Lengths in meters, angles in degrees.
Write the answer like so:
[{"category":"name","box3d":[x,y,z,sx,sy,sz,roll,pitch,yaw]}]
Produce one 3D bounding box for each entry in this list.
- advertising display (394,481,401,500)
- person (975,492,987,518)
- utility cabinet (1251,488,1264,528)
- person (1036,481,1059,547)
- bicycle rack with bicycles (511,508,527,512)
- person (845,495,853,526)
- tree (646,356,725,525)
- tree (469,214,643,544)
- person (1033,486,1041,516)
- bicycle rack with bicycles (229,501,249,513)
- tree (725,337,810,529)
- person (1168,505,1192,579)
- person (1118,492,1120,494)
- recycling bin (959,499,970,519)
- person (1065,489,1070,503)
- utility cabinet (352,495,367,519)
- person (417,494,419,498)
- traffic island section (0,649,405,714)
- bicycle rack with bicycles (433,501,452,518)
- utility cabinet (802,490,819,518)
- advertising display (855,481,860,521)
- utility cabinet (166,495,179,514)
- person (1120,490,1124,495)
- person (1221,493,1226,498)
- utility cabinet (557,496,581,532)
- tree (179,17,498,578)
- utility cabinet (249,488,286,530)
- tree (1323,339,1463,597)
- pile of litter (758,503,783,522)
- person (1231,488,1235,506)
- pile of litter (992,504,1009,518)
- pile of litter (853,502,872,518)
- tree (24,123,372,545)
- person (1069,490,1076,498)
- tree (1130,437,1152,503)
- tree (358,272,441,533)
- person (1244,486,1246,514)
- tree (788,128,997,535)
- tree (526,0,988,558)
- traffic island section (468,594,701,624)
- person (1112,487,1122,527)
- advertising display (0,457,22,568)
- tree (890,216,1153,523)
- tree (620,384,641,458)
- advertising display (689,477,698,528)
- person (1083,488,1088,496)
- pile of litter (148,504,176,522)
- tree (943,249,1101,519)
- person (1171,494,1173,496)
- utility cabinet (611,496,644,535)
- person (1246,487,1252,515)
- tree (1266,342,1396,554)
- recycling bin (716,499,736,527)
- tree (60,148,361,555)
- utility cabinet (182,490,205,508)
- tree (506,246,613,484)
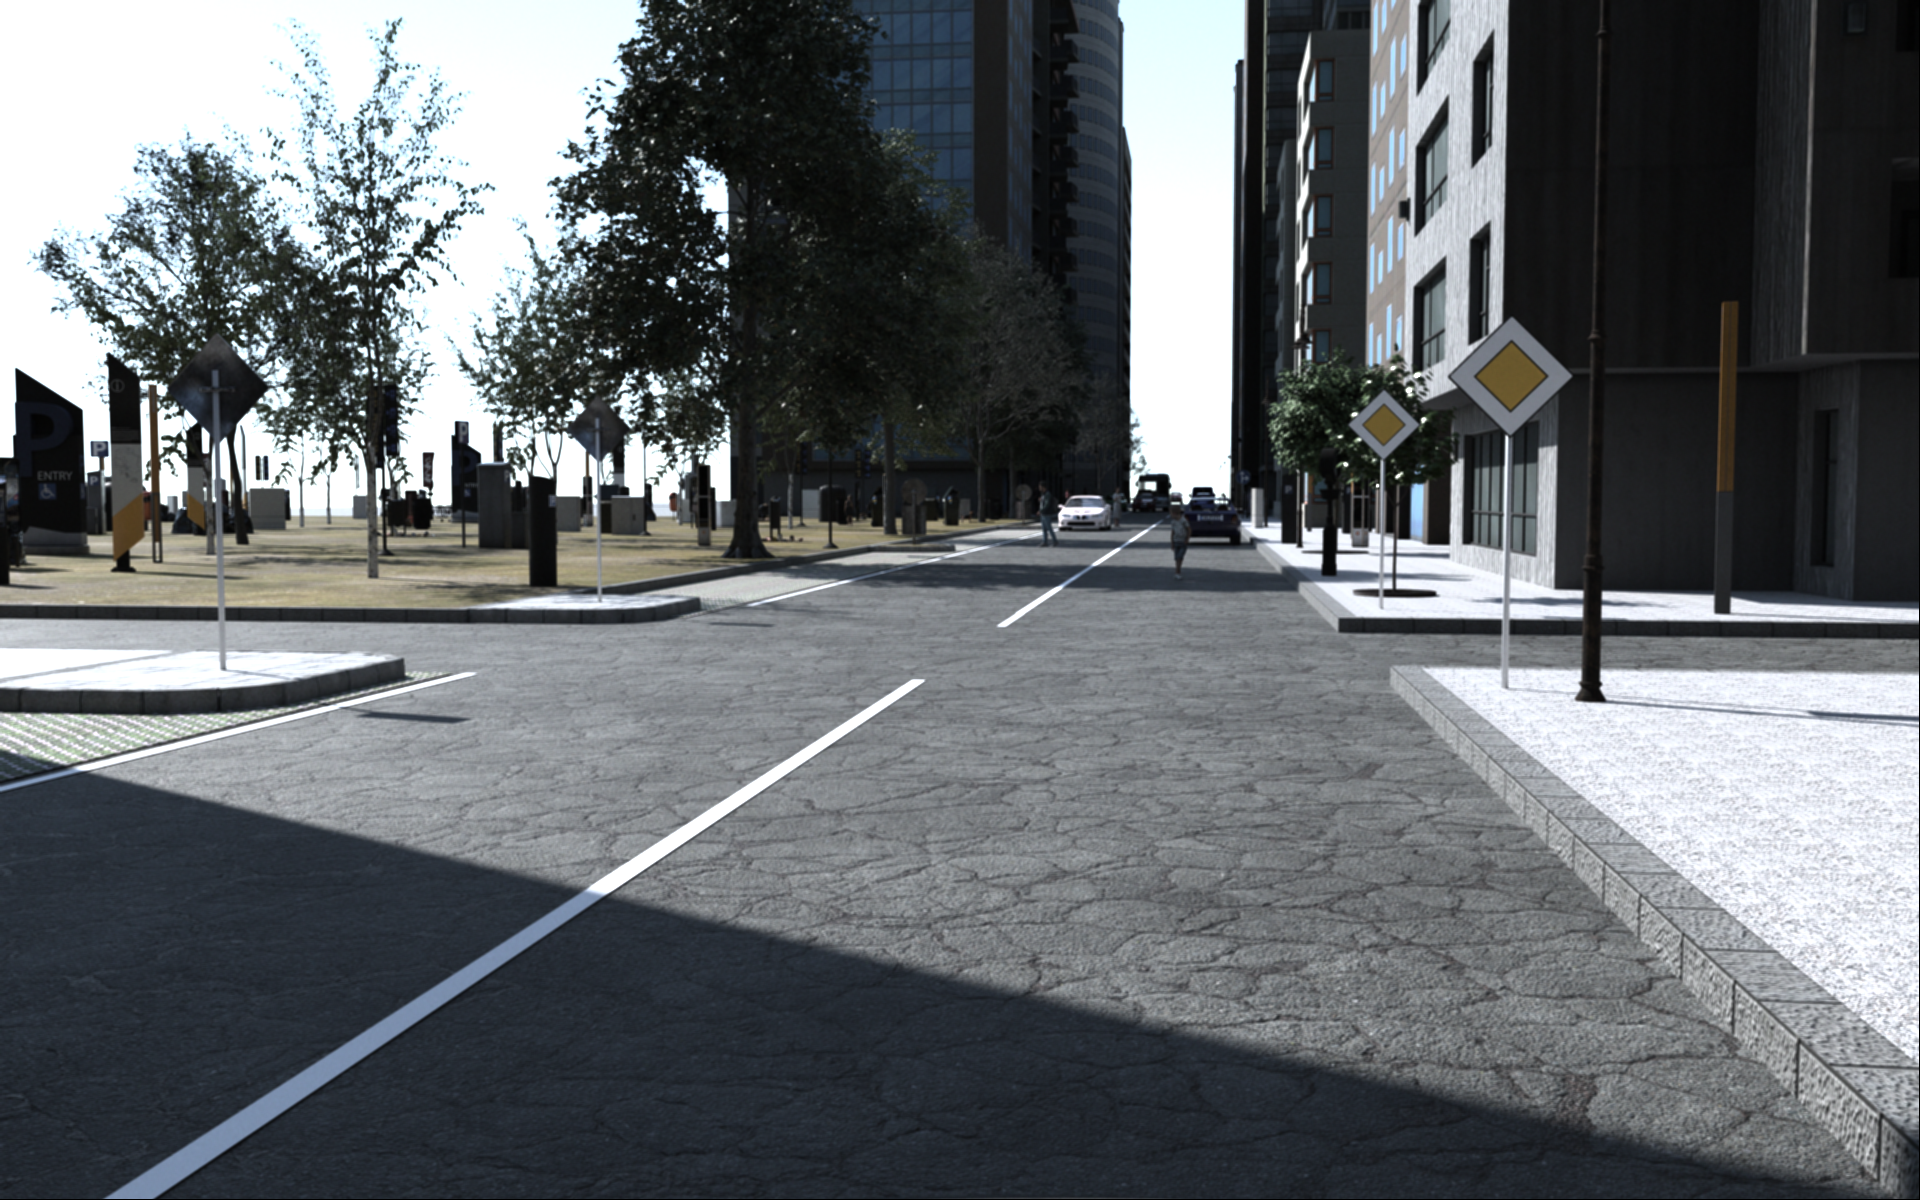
[{"category":"advertising display","box3d":[-27.360,-4.836,84.277,0.123,1.923,0.974,0,4,-5]},{"category":"person","box3d":[1.125,-5.277,92.547,0.641,1.798,0.478,0,4,3]},{"category":"utility cabinet","box3d":[11.283,-3.484,65.647,0.318,1.500,1.173,0,4,2]},{"category":"person","box3d":[2.318,-2.309,46.602,0.721,1.781,0.623,-1,4,-18]},{"category":"bicycle rack with bicycles","box3d":[-20.193,-4.233,82.590,2.925,0.926,2.852,0,4,1]},{"category":"person","box3d":[-4.511,-3.650,70.395,0.362,1.253,0.373,-1,4,-16]},{"category":"tree","box3d":[-11.533,-7.411,71.533,4.737,8.622,4.395,0,3,0]},{"category":"tree","box3d":[-10.493,-5.753,44.426,4.737,8.622,4.395,0,3,0]},{"category":"person","box3d":[4.460,-5.736,100.269,0.683,1.767,0.568,2,4,32]},{"category":"bicycle rack with bicycles","box3d":[-40.134,-5.080,96.432,2.925,0.926,2.852,-2,4,-32]},{"category":"tree","box3d":[-6.310,-6.932,63.693,4.737,8.622,4.395,0,3,0]},{"category":"person","box3d":[3.704,-0.979,29.190,0.352,1.250,0.332,-1,4,-17]},{"category":"person","box3d":[13.066,-8.215,142.906,1.348,1.812,0.705,-2,4,-33]},{"category":"recycling bin","box3d":[0.048,-4.616,88.030,0.722,1.027,0.722,-2,4,-32]},{"category":"person","box3d":[10.202,-9.557,163.012,0.721,1.743,1.217,-2,4,-24]},{"category":"utility cabinet","box3d":[-30.890,-4.802,89.677,1.020,1.237,0.306,0,3,0]},{"category":"person","box3d":[-57.697,-10.682,183.684,0.617,1.759,0.750,-2,4,-35]},{"category":"traffic island section","box3d":[-5.420,0.587,12.678,2.009,0.180,2.903,0,4,8]},{"category":"bicycle rack with bicycles","box3d":[-27.633,-4.915,93.747,2.925,0.926,2.852,-3,5,-41]},{"category":"utility cabinet","box3d":[-7.760,-5.018,90.728,1.173,1.500,0.318,3,4,36]},{"category":"advertising display","box3d":[-4.941,-4.801,83.707,0.123,1.923,0.974,0,4,4]},{"category":"utility cabinet","box3d":[-45.261,-5.406,99.558,1.020,1.237,0.306,3,5,44]},{"category":"person","box3d":[17.895,-11.273,191.273,0.541,1.710,0.530,0,4,-3]},{"category":"person","box3d":[28.420,-10.860,186.788,0.628,1.438,0.799,0,4,2]},{"category":"utility cabinet","box3d":[-13.560,-2.957,59.503,1.020,1.237,0.306,0,4,8]},{"category":"tree","box3d":[-9.208,-4.636,26.164,4.360,8.622,3.978,0,3,0]},{"category":"utility cabinet","box3d":[-24.633,-3.236,61.583,1.173,1.500,0.318,-2,4,-27]},{"category":"tree","box3d":[5.384,-1.668,21.871,1.663,3.219,1.824,0,3,0]},{"category":"pile of litter","box3d":[-9.124,-4.074,80.580,1.719,0.858,1.176,1,4,18]},{"category":"person","box3d":[20.451,-7.552,130.226,0.721,1.736,1.217,1,4,12]},{"category":"pile of litter","box3d":[2.322,-4.930,94.571,1.719,0.858,1.176,-2,4,-28]},{"category":"pile of litter","box3d":[-4.954,-4.776,92.053,1.719,0.858,1.176,-2,4,-30]},{"category":"tree","box3d":[-18.548,-6.697,43.907,7.601,10.594,8.767,2,4,26]},{"category":"person","box3d":[11.553,-10.566,179.510,1.217,1.735,0.721,0,4,5]},{"category":"tree","box3d":[24.339,-19.363,251.003,7.601,10.594,8.767,0,4,5]},{"category":"tree","box3d":[-18.842,-6.506,56.739,4.737,8.622,4.395,0,3,0]},{"category":"person","box3d":[18.278,-6.426,111.102,0.705,1.824,1.348,1,4,9]},{"category":"tree","box3d":[-2.450,-8.322,54.197,7.486,12.596,7.792,0,3,0]},{"category":"tree","box3d":[-4.198,-7.199,34.711,9.611,12.733,9.660,0,3,0]},{"category":"traffic island section","box3d":[-4.313,0.104,20.586,2.009,0.180,2.903,0,4,8]},{"category":"person","box3d":[6.928,-4.074,75.677,0.524,1.755,0.480,3,5,42]},{"category":"advertising display","box3d":[-16.621,-1.512,29.927,0.123,1.923,0.974,1,4,11]},{"category":"tree","box3d":[0.856,-10.238,77.759,12.009,13.543,11.850,0,3,0]},{"category":"tree","box3d":[-19.366,-8.863,95.265,4.360,8.622,3.978,0,3,0]},{"category":"advertising display","box3d":[-9.813,-3.676,65.312,0.123,1.923,0.974,2,4,35]},{"category":"person","box3d":[10.597,-8.571,146.265,0.705,1.812,1.348,-1,4,-16]},{"category":"pile of litter","box3d":[-36.749,-4.036,79.962,1.719,0.858,1.176,0,4,3]},{"category":"tree","box3d":[2.880,-11.204,89.837,9.857,13.997,8.962,0,3,0]},{"category":"person","box3d":[27.334,-13.252,225.950,1.217,1.735,0.721,-1,4,-9]},{"category":"utility cabinet","box3d":[-10.454,-2.655,54.577,1.020,1.237,0.306,0,4,-6]},{"category":"person","box3d":[17.710,-6.068,105.929,0.621,1.740,0.551,-3,5,-42]},{"category":"tree","box3d":[8.162,-3.295,37.585,4.285,4.588,4.351,0,3,0]},{"category":"recycling bin","box3d":[-9.105,-3.334,67.065,0.722,1.027,0.722,-3,4,-39]},{"category":"tree","box3d":[-16.051,-5.257,36.314,4.737,8.622,4.395,0,3,0]},{"category":"utility cabinet","box3d":[-42.640,-5.363,96.371,1.173,1.500,0.318,-1,4,-16]},{"category":"tree","box3d":[-12.860,-6.144,50.812,4.360,8.622,3.978,0,3,0]}]
